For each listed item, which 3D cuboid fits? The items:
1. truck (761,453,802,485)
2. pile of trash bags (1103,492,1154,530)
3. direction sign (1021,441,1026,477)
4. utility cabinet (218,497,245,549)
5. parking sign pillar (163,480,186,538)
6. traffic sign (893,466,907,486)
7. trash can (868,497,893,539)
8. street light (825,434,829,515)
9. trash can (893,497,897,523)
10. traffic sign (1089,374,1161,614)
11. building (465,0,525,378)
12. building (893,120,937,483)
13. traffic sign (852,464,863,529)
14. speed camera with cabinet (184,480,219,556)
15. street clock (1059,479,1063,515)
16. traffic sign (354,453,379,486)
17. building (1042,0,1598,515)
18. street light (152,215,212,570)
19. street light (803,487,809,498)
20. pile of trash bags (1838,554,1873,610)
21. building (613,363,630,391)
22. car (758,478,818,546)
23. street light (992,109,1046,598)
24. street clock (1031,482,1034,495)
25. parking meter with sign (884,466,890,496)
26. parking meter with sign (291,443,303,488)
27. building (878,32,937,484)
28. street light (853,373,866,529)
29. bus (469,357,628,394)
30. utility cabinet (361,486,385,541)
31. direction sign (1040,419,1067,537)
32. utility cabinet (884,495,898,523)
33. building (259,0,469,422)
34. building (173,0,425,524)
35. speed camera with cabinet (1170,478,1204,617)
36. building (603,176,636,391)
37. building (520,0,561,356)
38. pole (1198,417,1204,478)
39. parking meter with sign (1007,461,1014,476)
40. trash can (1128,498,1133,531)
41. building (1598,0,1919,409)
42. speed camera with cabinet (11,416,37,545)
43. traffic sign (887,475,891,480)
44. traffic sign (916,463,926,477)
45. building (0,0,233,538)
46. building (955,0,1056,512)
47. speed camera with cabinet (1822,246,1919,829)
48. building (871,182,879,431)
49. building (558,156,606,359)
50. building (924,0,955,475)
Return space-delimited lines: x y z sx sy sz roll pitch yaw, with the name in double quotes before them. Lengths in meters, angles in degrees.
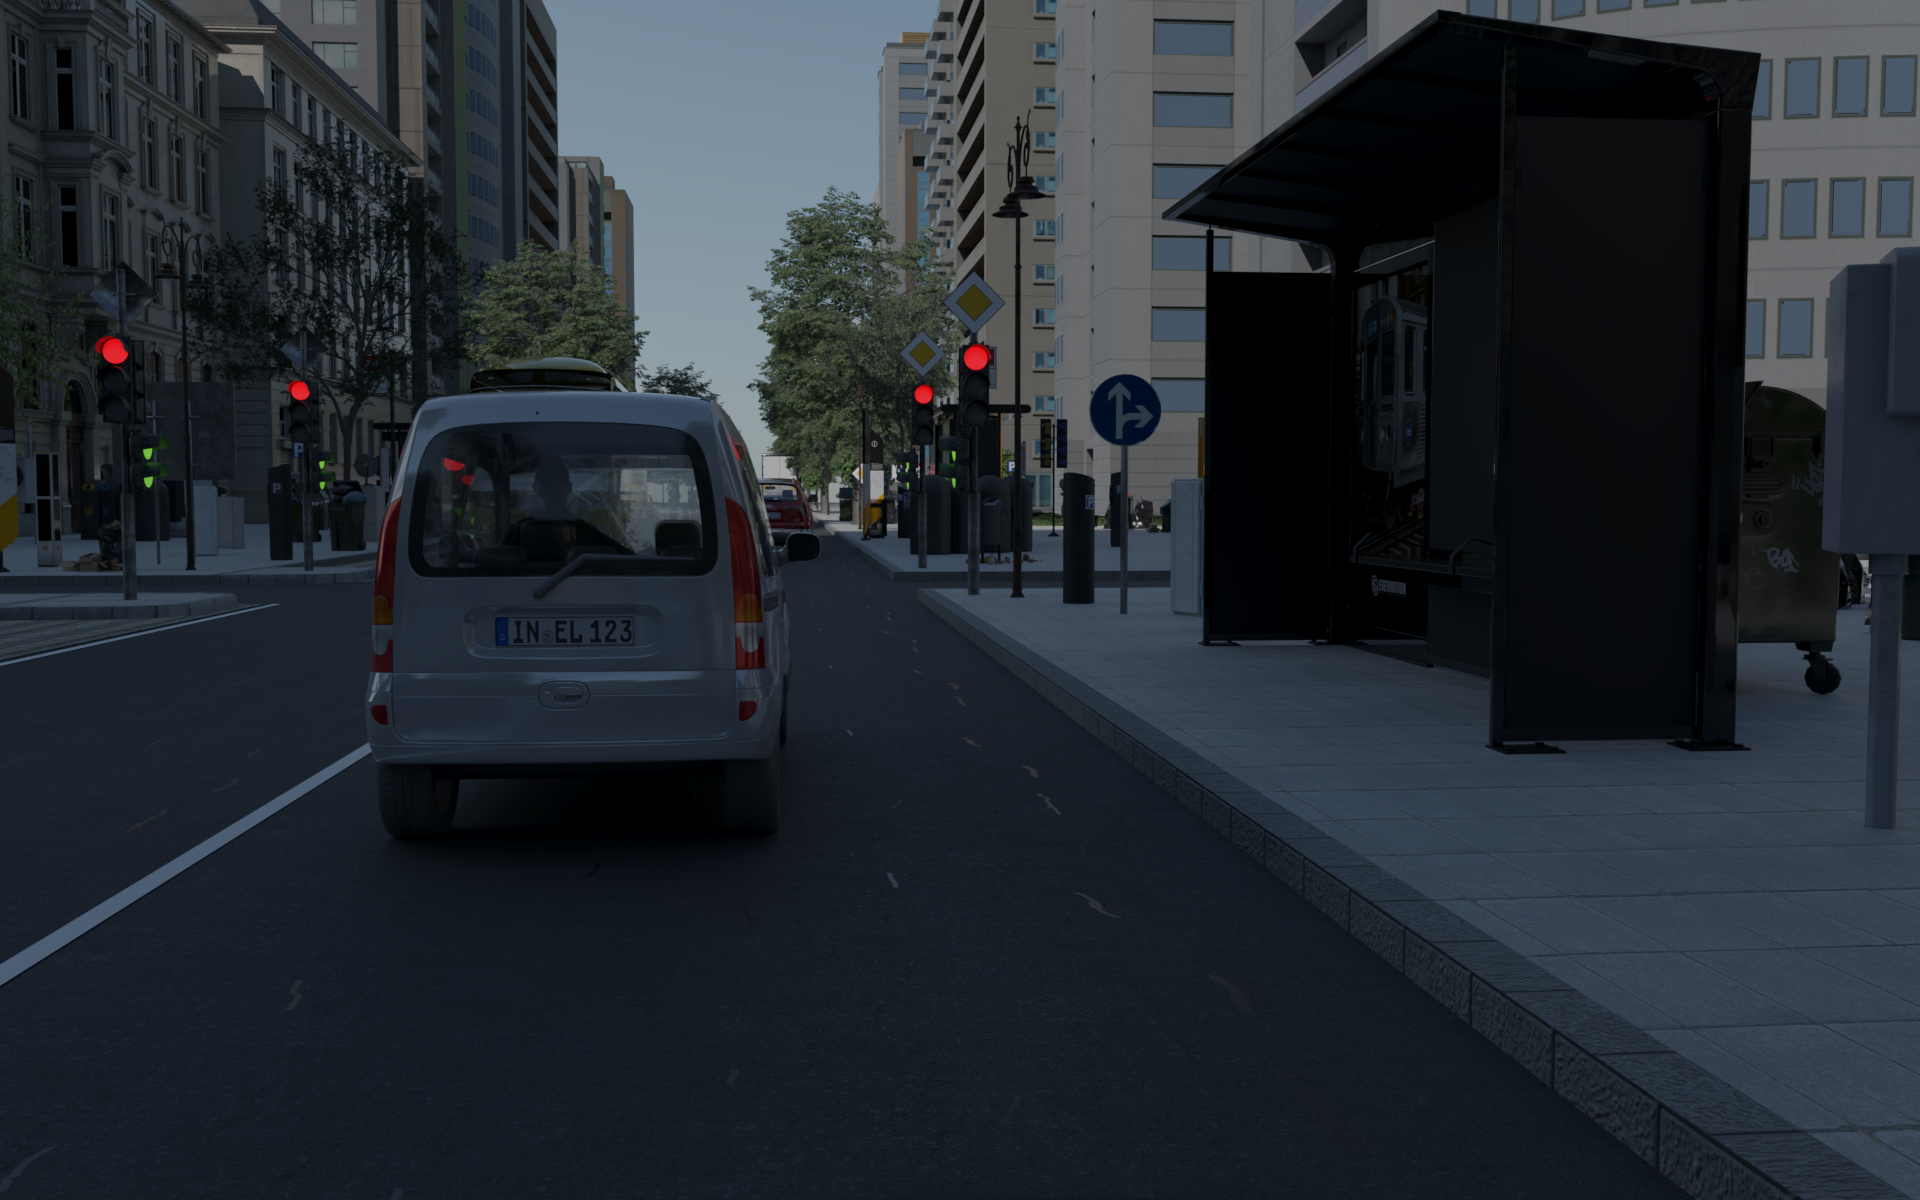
"truck" -12.836 -8.288 124.414 2.839 4.237 11.283 0 4 -5
"pile of trash bags" 6.149 -3.293 63.592 1.912 1.369 3.447 0 4 8
"direction sign" 2.651 -5.033 74.293 0.379 3.537 0.876 -1 4 -19
"utility cabinet" -17.201 -1.815 40.836 0.306 1.237 1.020 -3 5 -44
"parking sign pillar" -22.982 -3.837 51.201 1.447 3.967 1.447 1 4 10
"traffic sign" -2.087 -3.598 60.957 0.606 2.300 0.079 0 4 -2
"trash can" -2.412 -2.356 50.179 0.748 1.137 0.748 0 3 0
"street light" -7.941 -8.036 104.174 0.468 5.910 1.993 0 4 -6
"trash can" -3.065 -3.785 73.546 0.748 1.137 0.748 0 3 0
"traffic sign" 1.755 -1.124 18.487 0.768 2.556 0.104 0 4 1
"building" -45.213 -35.853 128.196 21.231 58.520 28.212 0 4 -6
"building" -0.223 -34.146 208.395 14.600 45.320 14.200 0 4 -6
"traffic sign" -3.581 -3.836 63.909 0.795 2.450 0.064 0 4 3
"speed camera with cabinet" -16.027 -2.580 36.525 0.660 3.252 2.038 -2 4 -26
"street clock" 4.932 -4.758 82.359 0.358 2.002 0.471 3 4 38
"traffic sign" -18.555 -3.306 54.152 0.768 2.556 0.104 0 4 0
"building" 15.389 -33.341 87.117 21.231 58.520 28.212 0 4 -6
"street light" -12.973 -3.440 29.029 0.468 5.910 1.993 0 4 -6
"street light" -15.795 -12.702 180.465 0.468 5.910 1.993 0 4 -6
"pile of trash bags" 10.766 -0.643 20.260 1.912 1.369 3.447 3 5 42
"building" -57.982 -23.212 224.561 27.650 21.520 28.899 0 4 -6
"car" -4.504 -1.983 41.093 2.281 1.827 5.304 0 4 -5
"street light" 0.712 -2.970 21.348 0.468 5.910 1.993 0 4 -6
"street clock" 4.279 -6.145 105.045 0.358 2.002 0.471 1 4 21
"parking meter with sign" -3.432 -5.102 79.682 0.543 3.016 1.738 0 4 3
"parking meter with sign" -22.101 -3.714 56.991 0.543 3.016 1.738 0 4 7
"building" -0.214 -42.035 229.273 21.231 58.520 28.212 0 4 -6
"street light" -3.621 -5.496 62.645 0.468 5.910 1.993 0 4 -6
"bus" -7.826 -2.640 34.718 2.896 3.916 12.252 0 4 -8
"utility cabinet" -15.964 -2.325 46.698 1.173 1.500 0.318 3 4 36
"direction sign" 2.825 -3.683 52.209 0.876 3.537 0.379 -1 4 -20
"utility cabinet" -2.908 -4.011 76.734 1.020 1.237 0.306 3 5 39
"building" -38.971 -25.966 108.146 14.154 41.232 14.086 0 4 -6
"building" -37.917 -15.492 86.577 16.112 22.955 30.059 0 4 -6
"speed camera with cabinet" 3.275 -1.487 18.655 2.038 3.252 0.660 -2 4 -27
"building" -53.900 -36.502 246.911 14.600 45.320 14.200 0 4 -6
"building" -47.619 -32.394 153.343 21.300 48.544 21.600 0 4 -6
"pole" 6.426 -3.199 46.141 0.158 3.312 0.155 0 3 0
"parking meter with sign" 2.291 -5.914 92.961 0.543 3.016 1.738 -2 4 -34
"trash can" 5.577 -2.933 59.608 0.748 1.137 0.748 0 3 0
"building" 25.022 -31.237 52.724 28.212 58.520 21.231 0 4 -6
"speed camera with cabinet" -24.302 -3.039 44.031 2.038 3.252 0.660 1 4 20
"traffic sign" -4.584 -6.424 105.144 0.768 2.556 0.104 0 3 0
"traffic sign" -1.606 -3.912 63.971 0.884 2.594 0.081 0 4 -5
"building" -33.736 -14.369 54.020 14.460 24.649 34.723 0 4 -6
"building" 11.292 -30.977 130.168 21.300 48.544 21.600 0 4 -6
"speed camera with cabinet" 4.391 -0.741 6.457 2.038 3.252 0.660 1 4 20
"building" -1.765 -38.575 254.409 21.300 48.544 21.600 0 4 -6
"building" -49.352 -31.785 203.283 14.154 41.232 14.086 0 4 -6
"building" 8.541 -32.806 155.987 23.786 49.044 30.456 0 4 -6
